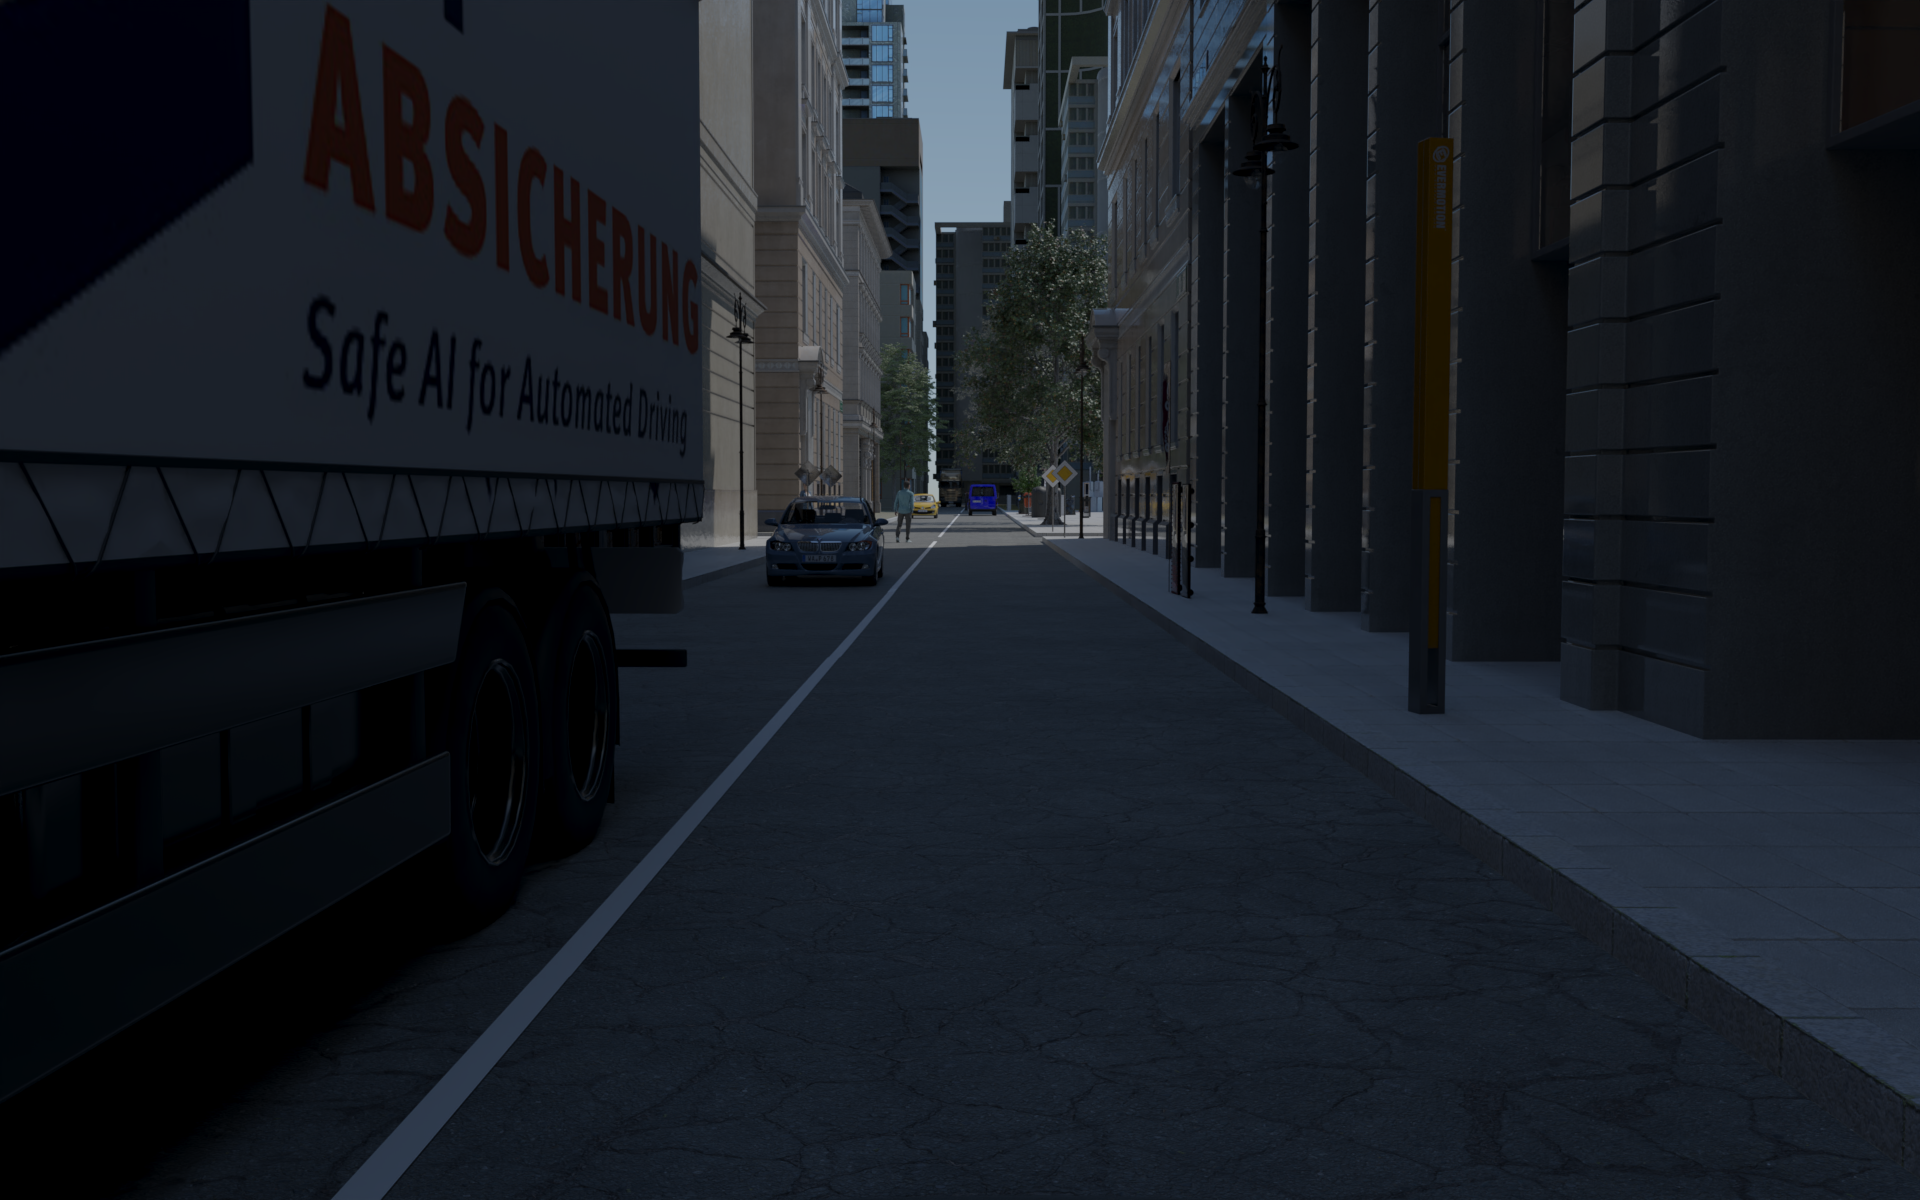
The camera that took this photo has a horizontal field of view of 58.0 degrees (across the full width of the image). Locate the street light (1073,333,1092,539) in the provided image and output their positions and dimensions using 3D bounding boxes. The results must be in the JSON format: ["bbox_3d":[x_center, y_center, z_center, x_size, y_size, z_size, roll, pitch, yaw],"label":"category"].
[{"bbox_3d":[3.506,-4.715,49.879,0.468,5.910,1.993,0,4,1],"label":"street light"}]

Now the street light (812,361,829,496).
[{"bbox_3d":[-4.810,-5.340,60.092,0.468,5.910,1.993,0,4,1],"label":"street light"}]

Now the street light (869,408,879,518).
[{"bbox_3d":[-4.545,-7.262,91.529,0.468,5.910,1.993,0,4,1],"label":"street light"}]

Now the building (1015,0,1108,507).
[{"bbox_3d":[16.018,-44.781,170.414,20.563,71.187,20.611,0,4,1],"label":"building"}]

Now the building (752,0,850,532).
[{"bbox_3d":[-11.518,-17.247,67.895,13.634,28.700,20.117,0,4,1],"label":"building"}]

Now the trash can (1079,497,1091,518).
[{"bbox_3d":[6.697,-4.956,92.684,0.748,1.137,0.748,0,3,0],"label":"trash can"}]

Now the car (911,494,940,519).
[{"bbox_3d":[-2.166,-5.648,102.575,2.015,1.641,3.980,0,4,0],"label":"car"}]

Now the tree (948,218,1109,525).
[{"bbox_3d":[3.992,-9.484,72.065,9.611,12.733,9.660,0,3,0],"label":"tree"}]

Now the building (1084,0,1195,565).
[{"bbox_3d":[10.337,-15.554,40.213,13.634,28.700,20.117,0,4,1],"label":"building"}]

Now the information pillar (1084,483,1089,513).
[{"bbox_3d":[8.468,-6.813,115.881,0.304,2.012,0.304,0,4,-6],"label":"information pillar"}]

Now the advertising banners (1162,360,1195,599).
[{"bbox_3d":[2.768,-1.585,22.099,0.090,3.025,2.074,0,4,-2],"label":"advertising banners"}]

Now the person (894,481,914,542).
[{"bbox_3d":[-1.675,-2.616,51.291,0.660,1.820,0.620,1,4,17],"label":"person"}]

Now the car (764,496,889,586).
[{"bbox_3d":[-2.173,-1.018,28.640,2.014,1.417,4.499,0,4,-1],"label":"car"}]

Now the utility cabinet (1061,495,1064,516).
[{"bbox_3d":[5.713,-5.581,102.404,0.306,1.237,1.020,3,5,43],"label":"utility cabinet"}]

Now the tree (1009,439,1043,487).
[{"bbox_3d":[5.038,-11.285,134.865,4.360,8.622,3.978,0,3,0],"label":"tree"}]

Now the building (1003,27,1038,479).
[{"bbox_3d":[19.357,-37.047,194.953,28.713,52.752,27.495,0,4,1],"label":"building"}]

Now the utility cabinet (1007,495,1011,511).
[{"bbox_3d":[3.773,-7.471,133.317,0.306,1.237,1.020,0,4,-1],"label":"utility cabinet"}]

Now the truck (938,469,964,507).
[{"bbox_3d":[-0.992,-12.521,193.634,2.839,4.237,11.283,0,3,0],"label":"truck"}]

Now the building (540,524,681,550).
[{"bbox_3d":[-11.420,-11.866,23.686,12.332,23.373,15.834,0,4,1],"label":"building"}]

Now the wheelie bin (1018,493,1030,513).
[{"bbox_3d":[4.250,-6.439,113.183,0.980,1.594,0.693,-3,5,-44],"label":"wheelie bin"}]

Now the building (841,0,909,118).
[{"bbox_3d":[-19.823,-55.940,227.282,31.000,86.520,22.319,0,4,1],"label":"building"}]

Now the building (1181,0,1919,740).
[{"bbox_3d":[9.332,-14.543,15.276,11.434,29.767,29.804,0,4,1],"label":"building"}]

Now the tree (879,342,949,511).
[{"bbox_3d":[-4.540,-12.953,129.911,7.486,12.596,7.792,0,3,0],"label":"tree"}]

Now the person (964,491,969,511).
[{"bbox_3d":[0.648,-8.648,150.693,0.445,1.727,0.742,-3,5,-44],"label":"person"}]

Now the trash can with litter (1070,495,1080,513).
[{"bbox_3d":[8.102,-6.707,120.721,1.678,1.210,2.233,2,4,30],"label":"trash can with litter"}]

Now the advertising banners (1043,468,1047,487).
[{"bbox_3d":[6.080,-7.360,116.522,0.090,3.025,2.074,2,4,30],"label":"advertising banners"}]

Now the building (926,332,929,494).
[{"bbox_3d":[-17.428,-20.401,178.599,27.650,21.520,28.899,0,4,1],"label":"building"}]

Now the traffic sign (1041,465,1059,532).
[{"bbox_3d":[3.150,-3.374,58.811,0.795,2.450,0.064,0,4,1],"label":"traffic sign"}]

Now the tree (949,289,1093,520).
[{"bbox_3d":[4.356,-10.821,87.286,12.009,13.543,11.850,0,3,0],"label":"tree"}]

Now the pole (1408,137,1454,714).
[{"bbox_3d":[2.738,-0.992,10.067,0.158,3.312,0.155,0,3,0],"label":"pole"}]

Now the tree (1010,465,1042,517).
[{"bbox_3d":[3.963,-7.081,110.379,1.663,3.219,1.824,0,3,0],"label":"tree"}]

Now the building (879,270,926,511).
[{"bbox_3d":[-17.392,-18.577,148.765,27.650,21.520,28.899,0,4,1],"label":"building"}]

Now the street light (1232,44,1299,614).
[{"bbox_3d":[3.222,-2.792,18.443,0.468,5.910,1.993,0,4,1],"label":"street light"}]

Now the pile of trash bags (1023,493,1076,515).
[{"bbox_3d":[5.527,-5.923,106.596,3.447,1.369,1.912,1,4,19],"label":"pile of trash bags"}]

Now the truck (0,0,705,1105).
[{"bbox_3d":[-2.756,-0.903,3.675,2.839,4.237,11.283,0,4,2],"label":"truck"}]

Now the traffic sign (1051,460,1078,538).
[{"bbox_3d":[3.071,-2.886,50.826,0.795,2.450,0.064,0,4,1],"label":"traffic sign"}]

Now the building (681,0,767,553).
[{"bbox_3d":[-20.183,-12.794,42.469,30.059,22.955,16.112,0,4,1],"label":"building"}]

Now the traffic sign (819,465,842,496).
[{"bbox_3d":[-4.394,-3.380,58.906,0.795,2.450,0.064,0,4,1],"label":"traffic sign"}]

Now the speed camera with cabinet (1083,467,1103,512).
[{"bbox_3d":[9.648,-8.069,126.263,0.660,3.252,2.038,2,4,33],"label":"speed camera with cabinet"}]

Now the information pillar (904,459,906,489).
[{"bbox_3d":[-3.691,-7.660,116.590,0.183,3.616,0.504,0,4,6],"label":"information pillar"}]

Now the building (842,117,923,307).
[{"bbox_3d":[-11.623,-33.782,202.442,14.200,45.320,14.600,0,4,1],"label":"building"}]

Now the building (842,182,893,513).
[{"bbox_3d":[-10.053,-15.135,98.368,10.553,20.767,40.483,0,4,1],"label":"building"}]

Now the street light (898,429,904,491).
[{"bbox_3d":[-4.222,-9.200,123.199,0.468,5.910,1.993,0,4,1],"label":"street light"}]

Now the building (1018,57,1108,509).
[{"bbox_3d":[21.276,-27.931,148.549,32.217,40.220,23.993,0,4,1],"label":"building"}]

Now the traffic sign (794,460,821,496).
[{"bbox_3d":[-4.473,-2.892,50.921,0.795,2.450,0.064,0,4,1],"label":"traffic sign"}]

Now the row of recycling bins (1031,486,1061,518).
[{"bbox_3d":[4.714,-5.385,95.153,1.069,1.692,3.534,1,4,20],"label":"row of recycling bins"}]

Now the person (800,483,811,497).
[{"bbox_3d":[-5.024,-2.918,56.236,0.581,1.822,0.654,-2,4,-28],"label":"person"}]

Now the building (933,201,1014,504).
[{"bbox_3d":[8.450,-33.045,232.166,23.993,40.220,32.217,0,4,1],"label":"building"}]

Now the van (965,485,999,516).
[{"bbox_3d":[1.494,-6.815,115.814,2.240,2.365,5.245,0,3,0],"label":"van"}]

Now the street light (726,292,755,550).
[{"bbox_3d":[-5.035,-4.102,39.853,0.468,5.910,1.993,0,4,1],"label":"street light"}]
